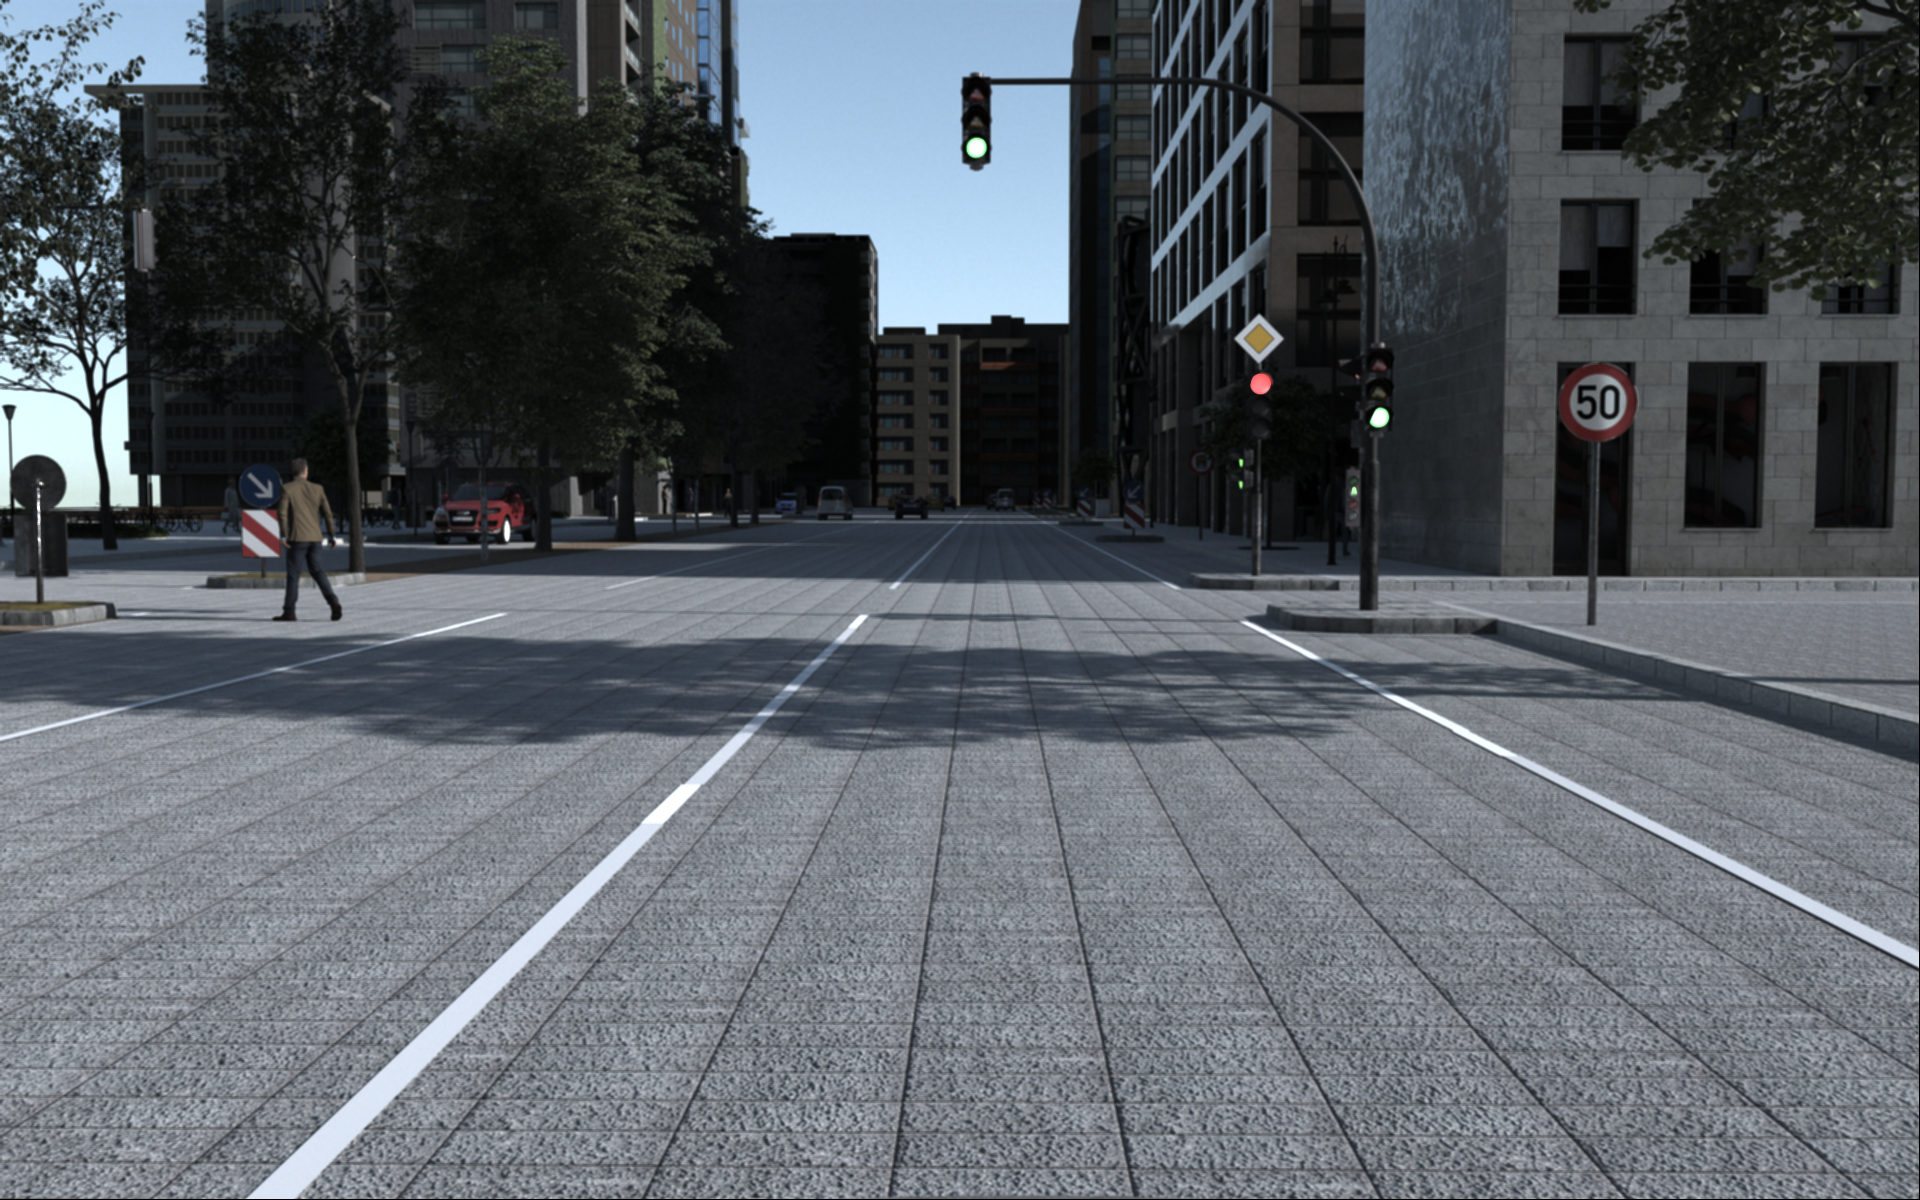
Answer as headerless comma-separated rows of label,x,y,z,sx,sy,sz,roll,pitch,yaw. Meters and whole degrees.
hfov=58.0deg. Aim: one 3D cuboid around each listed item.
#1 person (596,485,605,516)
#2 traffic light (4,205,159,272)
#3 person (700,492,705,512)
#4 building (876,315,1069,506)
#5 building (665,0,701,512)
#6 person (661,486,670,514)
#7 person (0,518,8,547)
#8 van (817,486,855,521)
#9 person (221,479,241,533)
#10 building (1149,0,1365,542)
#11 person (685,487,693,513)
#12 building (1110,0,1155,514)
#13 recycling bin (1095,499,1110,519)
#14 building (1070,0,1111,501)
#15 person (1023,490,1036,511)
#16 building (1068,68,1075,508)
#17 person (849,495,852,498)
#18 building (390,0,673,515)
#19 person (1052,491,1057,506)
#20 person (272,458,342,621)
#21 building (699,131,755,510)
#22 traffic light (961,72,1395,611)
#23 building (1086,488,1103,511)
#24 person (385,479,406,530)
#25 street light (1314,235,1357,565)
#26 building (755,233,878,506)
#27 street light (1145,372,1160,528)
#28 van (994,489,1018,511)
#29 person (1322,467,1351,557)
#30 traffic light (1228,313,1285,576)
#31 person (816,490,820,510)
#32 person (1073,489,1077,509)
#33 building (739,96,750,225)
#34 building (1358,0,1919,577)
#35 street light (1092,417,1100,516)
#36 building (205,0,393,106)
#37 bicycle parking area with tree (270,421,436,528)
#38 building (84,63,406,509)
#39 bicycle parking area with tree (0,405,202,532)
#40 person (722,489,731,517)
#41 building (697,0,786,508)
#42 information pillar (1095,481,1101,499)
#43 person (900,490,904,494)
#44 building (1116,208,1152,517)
person,-20.679,-5.753,100.060,0.622,1.834,0.822,-2,4,-34
traffic light,-15.141,-3.225,27.390,4.771,5.953,1.251,0,4,1
person,-18.455,-6.992,123.582,0.599,1.433,0.991,0,4,-3
building,5.599,-21.805,201.556,28.899,21.520,27.650,0,4,1
building,-26.706,-28.954,123.514,14.600,45.320,14.200,0,4,1
person,-18.808,-6.390,110.532,0.705,1.823,1.348,-2,4,-29
person,-23.530,-2.140,42.038,0.522,1.701,0.512,1,4,13
van,-6.834,-5.382,95.006,2.013,2.044,4.112,0,4,1
person,-23.756,-3.065,56.514,0.624,1.780,0.694,2,4,25
building,18.116,-15.777,62.472,19.350,26.468,34.151,0,4,1
person,-18.197,-6.709,116.185,0.568,1.767,0.683,0,4,5
building,16.971,-26.466,116.310,14.154,41.232,14.086,0,4,1
recycling bin,7.392,-4.713,89.610,0.722,1.027,0.722,0,4,0
building,17.317,-30.908,155.458,14.600,45.320,14.200,0,4,1
person,5.914,-8.422,146.879,1.217,1.739,0.721,-2,4,-25
building,17.626,-29.731,169.696,14.154,41.232,14.086,0,4,1
person,-10.799,-9.532,163.972,1.348,1.869,0.705,1,4,12
building,-26.567,-26.038,109.310,14.154,41.232,14.086,0,4,1
person,9.933,-10.491,180.689,0.621,1.740,0.551,1,4,11
person,-7.355,-0.681,19.544,0.836,1.842,0.656,1,4,12
building,-24.712,-22.411,138.115,14.160,30.474,14.107,0,4,1
traffic light,2.401,-2.709,18.956,4.771,5.953,1.251,0,4,1
building,26.446,-27.188,136.401,32.217,40.220,23.993,0,4,1
person,-19.774,-3.360,60.963,0.713,1.824,0.794,2,4,28
street light,6.731,-3.572,31.191,0.468,5.910,1.993,0,4,1
building,-16.477,-25.873,194.732,14.107,30.474,14.160,0,4,1
street light,7.308,-5.692,65.852,0.468,5.910,1.993,0,4,1
van,3.802,-8.397,144.297,2.013,2.044,4.112,0,4,2
person,7.515,-1.744,34.545,0.794,1.824,0.713,2,4,24
traffic light,4.625,-2.332,27.047,0.839,4.253,0.868,0,4,1
person,-13.006,-9.165,158.487,0.705,1.807,1.348,0,4,-2
person,9.687,-8.473,144.581,0.705,1.823,1.348,-1,4,-15
building,-39.181,-35.403,198.440,30.456,49.044,23.786,0,4,1
building,16.865,-10.795,31.250,16.860,20.320,10.420,0,4,1
street light,7.968,-7.891,101.798,0.468,5.910,1.993,0,4,1
building,-69.269,-40.069,197.124,28.212,58.520,21.231,0,4,1
bicycle parking area with tree,-23.853,-5.038,69.381,8.231,4.147,9.016,3,4,38
building,-61.849,-28.768,162.238,23.993,40.220,32.217,0,4,1
bicycle parking area with tree,-29.543,-4.356,58.225,9.016,4.147,8.231,3,5,40
person,-14.619,-6.095,108.713,0.434,1.755,0.990,3,4,38
building,-33.648,-52.162,165.513,31.000,86.520,22.319,0,4,1
information pillar,7.583,-5.538,95.031,0.304,2.012,0.304,0,4,-1
person,-5.877,-10.291,176.382,1.348,1.869,0.705,-2,4,-30
building,16.867,-13.848,93.864,16.820,18.784,16.811,0,4,1
